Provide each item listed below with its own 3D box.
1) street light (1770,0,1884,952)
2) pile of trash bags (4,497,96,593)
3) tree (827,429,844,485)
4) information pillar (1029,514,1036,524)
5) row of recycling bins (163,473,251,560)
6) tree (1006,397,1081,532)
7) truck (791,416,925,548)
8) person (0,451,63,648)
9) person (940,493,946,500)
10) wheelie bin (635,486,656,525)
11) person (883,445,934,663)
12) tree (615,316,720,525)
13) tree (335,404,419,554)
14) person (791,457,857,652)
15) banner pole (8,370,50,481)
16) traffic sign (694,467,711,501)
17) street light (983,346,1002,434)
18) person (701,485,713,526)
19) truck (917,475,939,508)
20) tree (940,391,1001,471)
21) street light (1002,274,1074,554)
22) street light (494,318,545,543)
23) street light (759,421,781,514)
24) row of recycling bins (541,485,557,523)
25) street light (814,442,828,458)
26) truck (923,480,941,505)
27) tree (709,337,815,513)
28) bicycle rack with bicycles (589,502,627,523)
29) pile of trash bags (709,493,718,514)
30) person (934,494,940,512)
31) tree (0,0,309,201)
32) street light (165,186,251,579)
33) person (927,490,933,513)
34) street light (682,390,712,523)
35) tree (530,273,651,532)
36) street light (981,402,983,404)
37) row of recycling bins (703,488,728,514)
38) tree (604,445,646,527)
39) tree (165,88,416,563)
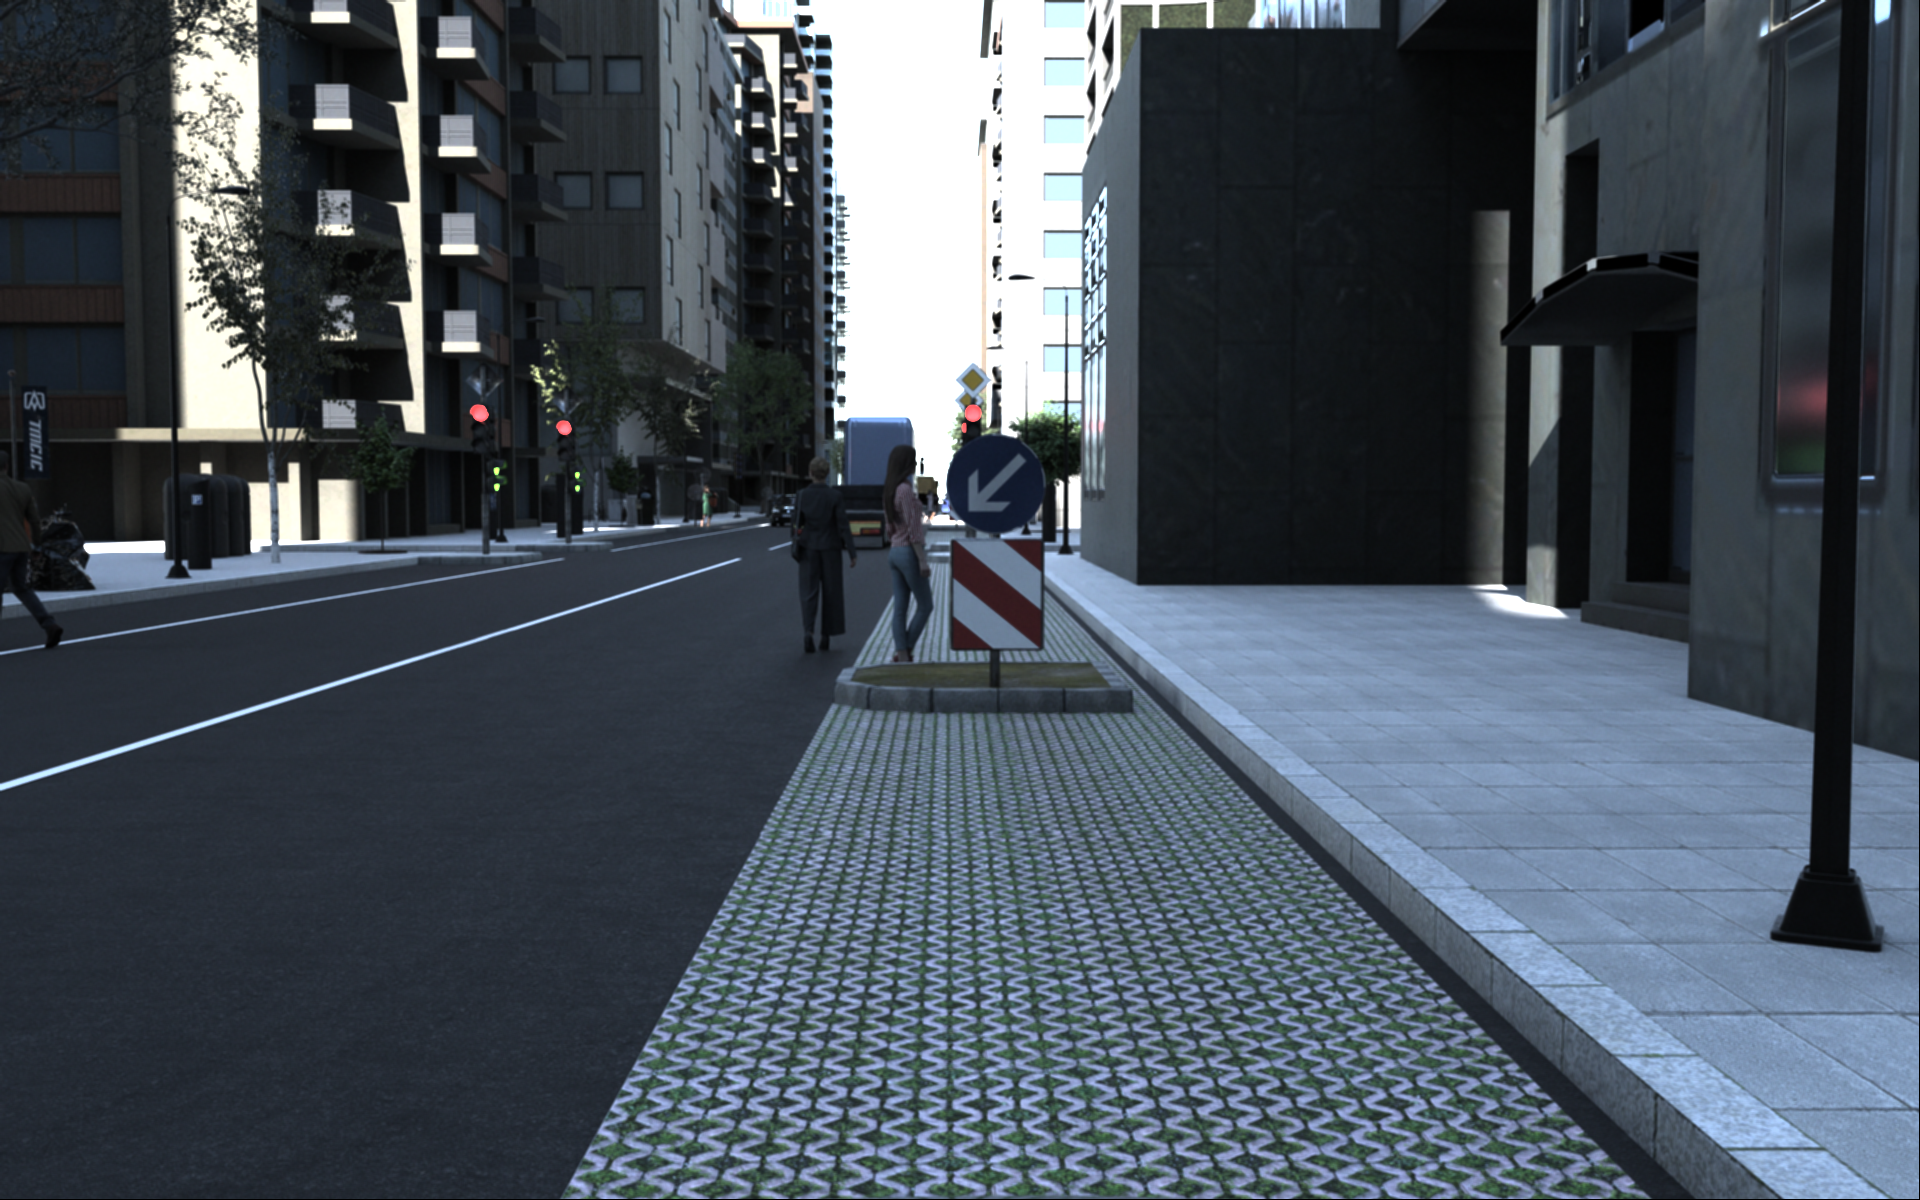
[{"bbox_3d":[1.977,-1.976,4.850,1.470,5.913,1.316,0,4,0],"label":"street light"},{"bbox_3d":[-13.020,-0.863,23.859,1.912,1.369,3.447,-2,4,-28],"label":"pile of trash bags"},{"bbox_3d":[-13.262,-15.027,196.052,4.737,8.622,4.395,0,3,0],"label":"tree"},{"bbox_3d":[3.089,-4.223,73.534,0.304,2.012,0.304,0,4,5],"label":"information pillar"},{"bbox_3d":[-15.283,-1.726,35.336,1.069,1.692,3.534,0,4,-6],"label":"row of recycling bins"},{"bbox_3d":[2.970,-4.578,58.568,4.285,4.588,4.351,0,3,0],"label":"tree"},{"bbox_3d":[-2.947,-3.929,53.998,2.967,4.110,18.799,0,4,1],"label":"truck"},{"bbox_3d":[-8.735,-0.462,15.965,0.836,1.842,0.656,-1,4,-14],"label":"person"},{"bbox_3d":[-1.017,-8.125,141.299,1.348,1.831,0.705,1,4,20],"label":"person"},{"bbox_3d":[-12.994,-3.889,71.496,0.693,1.594,0.980,-3,4,-39],"label":"wheelie bin"},{"bbox_3d":[-0.404,-0.322,13.773,0.388,1.821,0.555,-3,4,-36],"label":"person"},{"bbox_3d":[-12.466,-7.480,72.659,4.360,8.622,3.978,0,3,0],"label":"tree"},{"bbox_3d":[-12.459,-2.622,37.467,1.663,3.219,1.824,0,3,0],"label":"tree"},{"bbox_3d":[-1.254,-0.422,15.822,0.576,1.772,0.534,-1,4,-15],"label":"person"},{"bbox_3d":[-18.899,-2.758,35.116,0.863,3.779,0.401,-2,4,-29],"label":"banner pole"},{"bbox_3d":[-12.069,-4.958,81.163,0.768,2.556,0.104,0,4,0],"label":"traffic sign"},{"bbox_3d":[1.547,-5.012,54.485,1.470,5.913,1.316,0,4,0],"label":"street light"},{"bbox_3d":[-10.519,-3.854,71.761,0.529,1.795,0.600,-1,4,-16],"label":"person"},{"bbox_3d":[-3.911,-11.168,178.520,3.469,3.379,9.791,0,4,0],"label":"truck"},{"bbox_3d":[2.460,-18.210,204.383,9.857,13.997,8.962,0,3,0],"label":"tree"},{"bbox_3d":[1.716,-3.929,36.780,1.470,5.913,1.316,0,4,0],"label":"street light"},{"bbox_3d":[-11.611,-4.476,45.728,1.470,5.913,1.316,0,4,0],"label":"street light"},{"bbox_3d":[-12.077,-8.412,110.078,1.470,5.913,1.316,0,4,0],"label":"street light"},{"bbox_3d":[-18.163,-4.354,78.297,1.069,1.692,3.534,1,4,9],"label":"row of recycling bins"},{"bbox_3d":[-12.371,-11.083,153.742,1.470,5.913,1.316,0,4,0],"label":"street light"},{"bbox_3d":[-4.293,-14.700,236.270,3.469,3.379,9.791,0,4,0],"label":"truck"},{"bbox_3d":[-13.295,-11.616,115.672,9.928,11.665,9.643,0,3,0],"label":"tree"},{"bbox_3d":[-15.532,-3.970,78.285,2.852,0.926,2.925,0,4,0],"label":"bicycle rack with bicycles"},{"bbox_3d":[-17.199,-6.215,111.363,3.447,1.369,1.912,1,4,13],"label":"pile of trash bags"},{"bbox_3d":[-1.827,-7.774,138.837,0.421,1.427,0.697,-1,4,-12],"label":"person"},{"bbox_3d":[-12.663,-6.632,18.806,12.009,13.543,11.850,0,3,0],"label":"tree"},{"bbox_3d":[-11.397,-3.286,26.272,1.470,5.913,1.316,0,4,0],"label":"street light"},{"bbox_3d":[-2.286,-7.507,131.900,0.551,1.740,0.621,1,4,19],"label":"person"},{"bbox_3d":[-11.777,-6.429,77.658,1.470,5.913,1.316,0,4,0],"label":"street light"},{"bbox_3d":[-12.331,-6.598,58.239,4.737,8.622,4.395,0,3,0],"label":"tree"},{"bbox_3d":[1.384,-7.009,87.131,1.470,5.913,1.316,0,4,0],"label":"street light"},{"bbox_3d":[-16.188,-6.582,114.734,1.069,1.692,3.534,1,4,10],"label":"row of recycling bins"},{"bbox_3d":[-13.142,-4.484,67.915,1.663,3.219,1.824,0,3,0],"label":"tree"},{"bbox_3d":[-12.535,-4.984,31.847,4.360,8.622,3.978,0,3,0],"label":"tree"}]
